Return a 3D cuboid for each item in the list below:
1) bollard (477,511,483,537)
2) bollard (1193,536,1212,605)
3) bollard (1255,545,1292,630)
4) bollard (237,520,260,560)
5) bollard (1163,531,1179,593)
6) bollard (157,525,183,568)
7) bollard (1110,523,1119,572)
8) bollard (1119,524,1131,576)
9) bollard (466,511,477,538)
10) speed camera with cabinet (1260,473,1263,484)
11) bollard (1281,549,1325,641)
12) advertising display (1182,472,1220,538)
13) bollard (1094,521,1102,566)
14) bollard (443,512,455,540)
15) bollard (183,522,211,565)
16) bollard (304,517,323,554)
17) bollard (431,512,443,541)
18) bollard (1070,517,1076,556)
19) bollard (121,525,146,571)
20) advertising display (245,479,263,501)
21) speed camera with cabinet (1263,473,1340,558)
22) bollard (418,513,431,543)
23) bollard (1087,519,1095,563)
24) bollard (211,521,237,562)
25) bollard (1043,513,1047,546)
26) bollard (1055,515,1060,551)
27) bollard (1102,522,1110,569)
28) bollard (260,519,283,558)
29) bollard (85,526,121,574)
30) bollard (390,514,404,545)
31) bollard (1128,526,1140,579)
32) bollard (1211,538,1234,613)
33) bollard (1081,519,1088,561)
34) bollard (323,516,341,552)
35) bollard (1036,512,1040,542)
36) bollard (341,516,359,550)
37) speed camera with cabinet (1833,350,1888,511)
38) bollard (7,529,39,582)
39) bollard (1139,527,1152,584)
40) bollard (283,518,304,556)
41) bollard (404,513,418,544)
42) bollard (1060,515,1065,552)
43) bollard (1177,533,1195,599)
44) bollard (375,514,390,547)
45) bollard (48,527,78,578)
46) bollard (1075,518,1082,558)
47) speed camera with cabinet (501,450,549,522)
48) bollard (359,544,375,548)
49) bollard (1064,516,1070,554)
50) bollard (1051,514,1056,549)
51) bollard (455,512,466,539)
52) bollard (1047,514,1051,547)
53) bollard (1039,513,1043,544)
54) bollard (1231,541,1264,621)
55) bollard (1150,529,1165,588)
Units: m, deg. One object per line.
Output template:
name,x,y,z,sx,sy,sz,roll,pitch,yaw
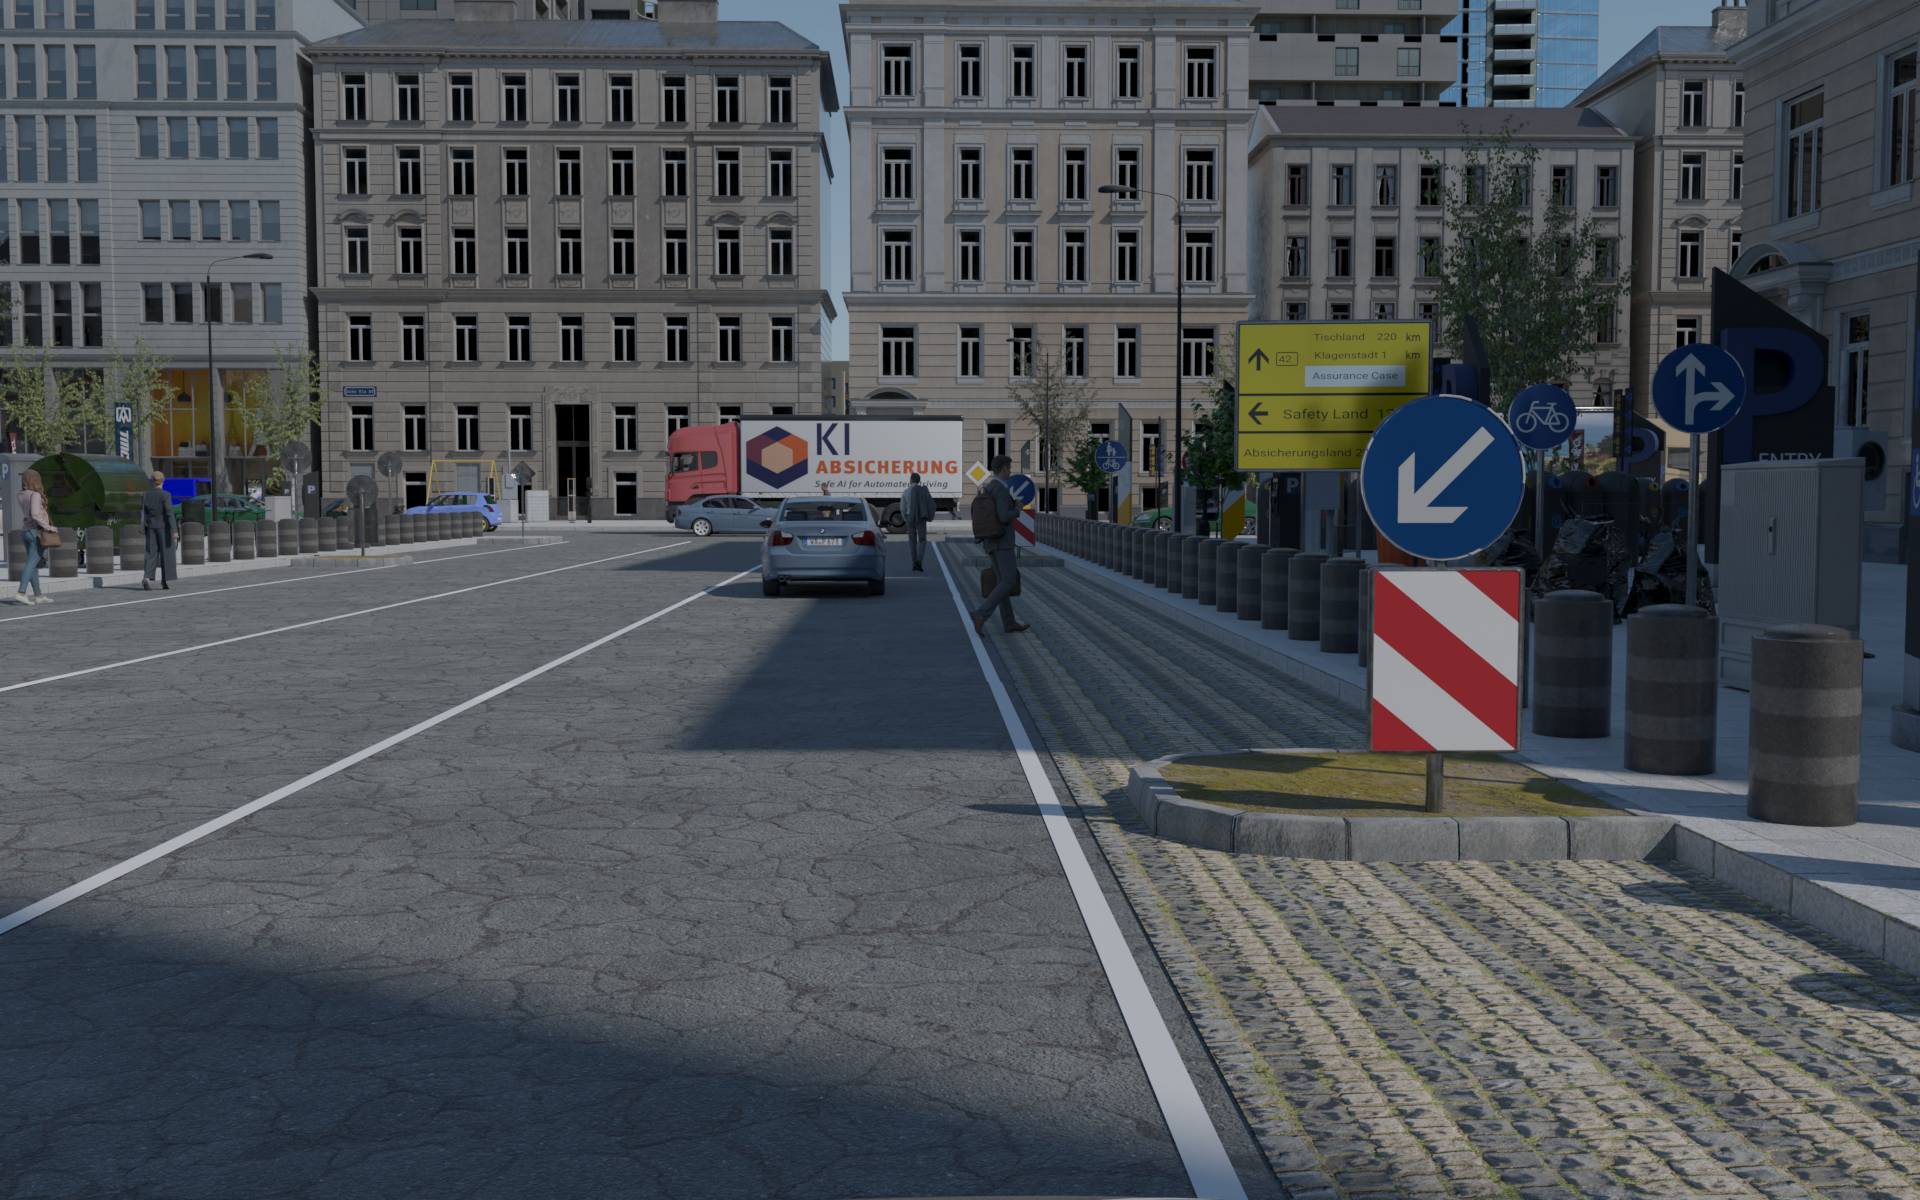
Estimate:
bollard,-14.533,-2.280,51.991,0.404,0.777,0.398,0,3,0
bollard,2.971,-0.330,20.109,0.404,0.777,0.398,0,3,0
bollard,3.074,-0.109,16.494,0.404,0.777,0.398,0,3,0
bollard,-14.031,-1.174,33.906,0.404,0.777,0.398,0,3,0
bollard,2.902,-0.477,22.523,0.404,0.777,0.398,0,3,0
bollard,-13.930,-0.953,30.298,0.404,0.777,0.398,0,3,0
bollard,2.732,-0.846,28.555,0.404,0.777,0.398,0,3,0
bollard,2.768,-0.772,27.346,0.404,0.777,0.398,0,3,0
bollard,-14.496,-2.206,50.789,0.404,0.777,0.398,0,3,0
speed camera with cabinet,8.993,-3.152,45.868,2.038,3.252,0.660,2,4,34
bollard,3.102,-0.035,15.289,0.404,0.777,0.398,0,3,0
advertising display,6.252,-2.432,44.980,0.974,1.923,0.123,1,4,19
bollard,2.667,-0.994,30.963,0.404,0.777,0.398,0,3,0
bollard,-14.427,-2.058,48.360,0.404,0.777,0.398,0,3,0
bollard,-13.959,-1.026,31.500,0.404,0.777,0.398,0,3,0
bollard,-14.126,-1.394,37.513,0.404,0.777,0.398,0,3,0
bollard,-14.390,-1.983,47.140,0.404,0.777,0.398,0,3,0
bollard,2.535,-1.289,35.795,0.404,0.777,0.398,0,3,0
bollard,-13.897,-0.880,29.097,0.404,0.777,0.398,0,3,0
advertising display,-30.224,-4.218,74.172,0.123,1.923,0.974,1,4,14
speed camera with cabinet,5.171,-1.940,26.061,0.660,3.252,2.038,0,4,-3
bollard,-14.362,-1.910,45.939,0.404,0.777,0.398,0,3,0
bollard,2.634,-1.068,32.175,0.404,0.777,0.398,0,3,0
bollard,-13.993,-1.100,32.705,0.404,0.777,0.398,0,3,0
bollard,2.335,-1.730,43.004,0.404,0.777,0.398,0,3,0
bollard,2.436,-1.510,39.400,0.404,0.777,0.398,0,3,0
bollard,2.701,-0.920,29.762,0.404,0.777,0.398,0,3,0
bollard,-14.061,-1.247,35.108,0.404,0.777,0.398,0,3,0
bollard,-13.859,-0.806,27.896,0.404,0.777,0.398,0,3,0
bollard,-14.296,-1.763,43.537,0.404,0.777,0.398,0,3,0
bollard,2.803,-0.699,26.137,0.404,0.777,0.398,0,3,0
bollard,3.004,-0.256,18.908,0.404,0.777,0.398,0,3,0
bollard,2.605,-1.141,33.378,0.404,0.777,0.398,0,3,0
bollard,-14.163,-1.468,38.720,0.404,0.777,0.398,0,3,0
bollard,2.268,-1.879,45.433,0.404,0.777,0.398,0,3,0
bollard,-14.195,-1.542,39.933,0.404,0.777,0.398,0,3,0
speed camera with cabinet,11.626,-1.785,23.516,2.038,3.252,0.660,-1,4,-22
bollard,-13.796,-0.659,25.494,0.404,0.777,0.398,0,3,0
bollard,2.836,-0.625,24.935,0.404,0.777,0.398,0,3,0
bollard,-14.096,-1.321,36.309,0.404,0.777,0.398,0,3,0
bollard,-14.328,-1.836,44.738,0.404,0.777,0.398,0,3,0
bollard,2.469,-1.436,38.199,0.404,0.777,0.398,0,3,0
bollard,2.934,-0.404,21.322,0.404,0.777,0.398,0,3,0
bollard,-14.259,-1.689,42.336,0.404,0.777,0.398,0,3,0
bollard,-13.829,-0.733,26.695,0.404,0.777,0.398,0,3,0
bollard,2.570,-1.215,34.588,0.404,0.777,0.398,0,3,0
speed camera with cabinet,-19.683,-5.137,78.327,2.038,3.252,0.660,-1,4,-20
bollard,-14.229,-1.616,41.134,0.404,0.777,0.398,0,3,0
bollard,2.500,-1.363,36.998,0.404,0.777,0.398,0,3,0
bollard,2.405,-1.583,40.602,0.404,0.777,0.398,0,3,0
bollard,-14.465,-2.132,49.572,0.404,0.777,0.398,0,3,0
bollard,2.369,-1.657,41.803,0.404,0.777,0.398,0,3,0
bollard,2.303,-1.804,44.220,0.404,0.777,0.398,0,3,0
bollard,3.036,-0.182,17.698,0.404,0.777,0.398,0,3,0
bollard,2.868,-0.551,23.734,0.404,0.777,0.398,0,3,0
